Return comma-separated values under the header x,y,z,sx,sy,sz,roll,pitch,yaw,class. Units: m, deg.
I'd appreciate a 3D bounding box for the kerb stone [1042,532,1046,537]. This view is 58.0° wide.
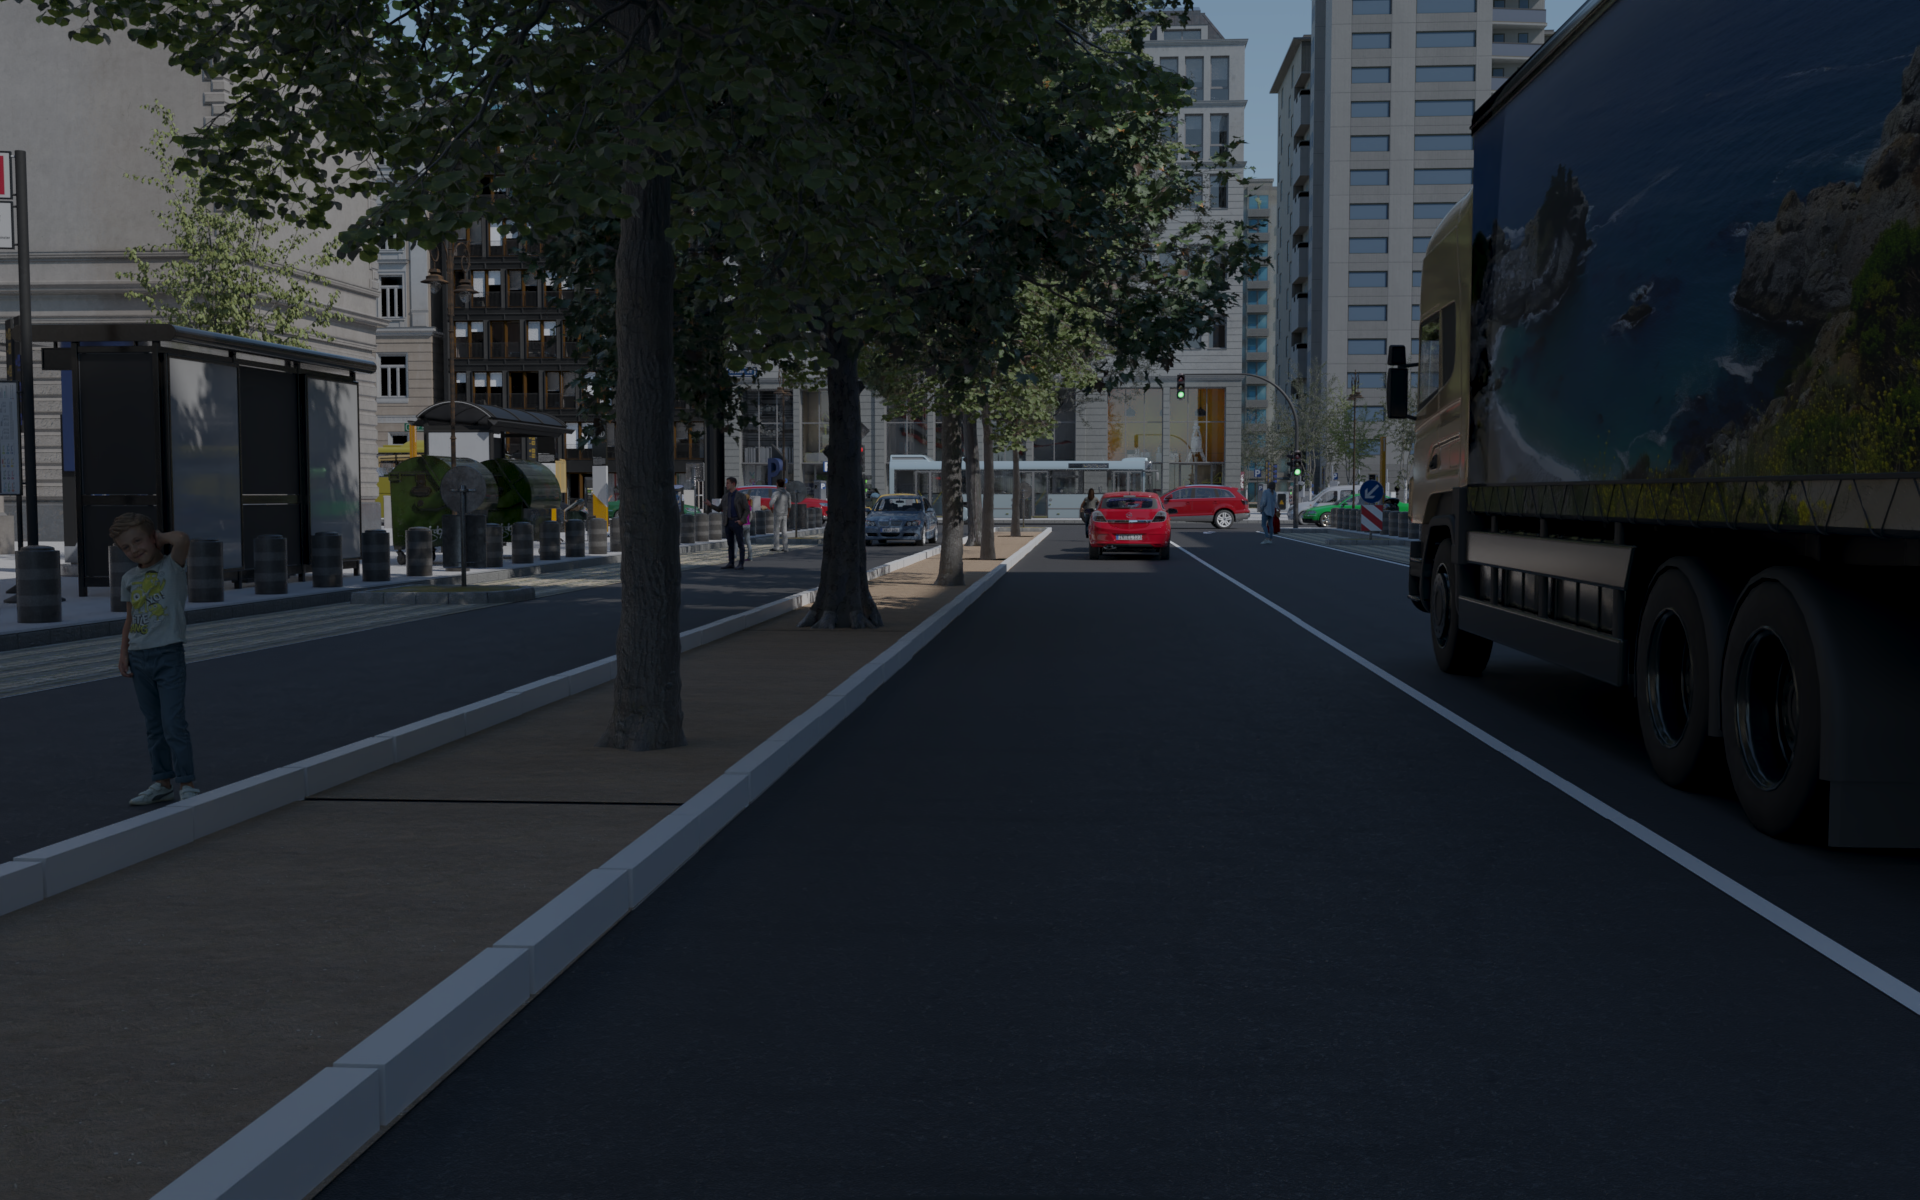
x,y,z,sx,sy,sz,roll,pitch,yaw,class
2.546,-1.983,54.612,0.120,0.150,1.000,0,4,4,kerb stone

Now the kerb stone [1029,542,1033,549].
x,y,z,sx,sy,sz,roll,pitch,yaw,class
1.696,-1.294,43.345,0.120,0.150,1.000,0,4,4,kerb stone

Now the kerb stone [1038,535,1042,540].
x,y,z,sx,sy,sz,roll,pitch,yaw,class
2.231,-1.732,50.520,0.120,0.150,1.000,0,4,4,kerb stone

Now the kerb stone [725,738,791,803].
x,y,z,sx,sy,sz,roll,pitch,yaw,class
-0.990,0.838,8.500,0.120,0.150,1.000,0,4,4,kerb stone

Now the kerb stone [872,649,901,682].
x,y,z,sx,sy,sz,roll,pitch,yaw,class
-0.596,0.525,13.619,0.120,0.150,1.000,0,4,4,kerb stone

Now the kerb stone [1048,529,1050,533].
x,y,z,sx,sy,sz,roll,pitch,yaw,class
2.945,-2.293,59.727,0.120,0.150,1.000,0,4,4,kerb stone

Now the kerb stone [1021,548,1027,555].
x,y,z,sx,sy,sz,roll,pitch,yaw,class
1.376,-1.038,39.252,0.120,0.150,1.000,0,4,4,kerb stone

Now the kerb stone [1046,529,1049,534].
x,y,z,sx,sy,sz,roll,pitch,yaw,class
2.870,-2.233,58.705,0.120,0.150,1.000,0,4,4,kerb stone

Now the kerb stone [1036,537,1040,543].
x,y,z,sx,sy,sz,roll,pitch,yaw,class
2.083,-1.604,48.468,0.120,0.150,1.000,0,4,4,kerb stone

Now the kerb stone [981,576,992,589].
x,y,z,sx,sy,sz,roll,pitch,yaw,class
0.348,-0.228,25.920,0.120,0.150,1.000,0,4,4,kerb stone

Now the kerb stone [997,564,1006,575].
x,y,z,sx,sy,sz,roll,pitch,yaw,class
0.662,-0.479,30.035,0.120,0.150,1.000,0,4,4,kerb stone

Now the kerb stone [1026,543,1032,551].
x,y,z,sx,sy,sz,roll,pitch,yaw,class
1.609,-1.231,42.316,0.120,0.150,1.000,0,4,4,kerb stone

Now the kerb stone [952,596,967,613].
x,y,z,sx,sy,sz,roll,pitch,yaw,class
-0.041,0.089,20.801,0.120,0.150,1.000,0,4,4,kerb stone

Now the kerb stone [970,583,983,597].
x,y,z,sx,sy,sz,roll,pitch,yaw,class
0.191,-0.102,23.866,0.120,0.150,1.000,0,4,4,kerb stone

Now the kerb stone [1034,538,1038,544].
x,y,z,sx,sy,sz,roll,pitch,yaw,class
1.992,-1.544,47.447,0.120,0.150,1.000,0,4,4,kerb stone

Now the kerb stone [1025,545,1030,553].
x,y,z,sx,sy,sz,roll,pitch,yaw,class
1.524,-1.168,41.295,0.120,0.150,1.000,0,4,4,kerb stone

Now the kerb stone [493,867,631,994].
x,y,z,sx,sy,sz,roll,pitch,yaw,class
-1.232,1.026,5.425,0.120,0.150,1.000,0,4,4,kerb stone

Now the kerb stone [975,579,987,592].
x,y,z,sx,sy,sz,roll,pitch,yaw,class
0.258,-0.165,24.900,0.120,0.150,1.000,0,4,4,kerb stone

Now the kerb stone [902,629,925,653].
x,y,z,sx,sy,sz,roll,pitch,yaw,class
-0.448,0.400,15.663,0.120,0.150,1.000,0,4,4,kerb stone

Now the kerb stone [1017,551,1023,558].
x,y,z,sx,sy,sz,roll,pitch,yaw,class
1.212,-0.917,37.205,0.120,0.150,1.000,0,4,4,kerb stone

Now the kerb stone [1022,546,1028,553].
x,y,z,sx,sy,sz,roll,pitch,yaw,class
1.447,-1.106,40.273,0.120,0.150,1.000,0,4,4,kerb stone

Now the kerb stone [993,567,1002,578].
x,y,z,sx,sy,sz,roll,pitch,yaw,class
0.580,-0.414,29.010,0.120,0.150,1.000,0,4,4,kerb stone

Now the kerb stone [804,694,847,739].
x,y,z,sx,sy,sz,roll,pitch,yaw,class
-0.833,0.719,10.543,0.120,0.150,1.000,0,4,4,kerb stone

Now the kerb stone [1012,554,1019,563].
x,y,z,sx,sy,sz,roll,pitch,yaw,class
1.057,-0.792,35.155,0.120,0.150,1.000,0,4,4,kerb stone

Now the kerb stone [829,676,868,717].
x,y,z,sx,sy,sz,roll,pitch,yaw,class
-0.753,0.650,11.564,0.120,0.150,1.000,0,4,4,kerb stone

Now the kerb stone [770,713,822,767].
x,y,z,sx,sy,sz,roll,pitch,yaw,class
-0.912,0.775,9.521,0.120,0.150,1.000,0,4,4,kerb stone

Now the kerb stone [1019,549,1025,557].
x,y,z,sx,sy,sz,roll,pitch,yaw,class
1.296,-0.981,38.230,0.120,0.150,1.000,0,4,4,kerb stone

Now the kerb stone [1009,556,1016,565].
x,y,z,sx,sy,sz,roll,pitch,yaw,class
0.977,-0.730,34.134,0.120,0.150,1.000,0,4,4,kerb stone

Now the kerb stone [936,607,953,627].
x,y,z,sx,sy,sz,roll,pitch,yaw,class
-0.204,0.211,18.748,0.120,0.150,1.000,0,4,4,kerb stone

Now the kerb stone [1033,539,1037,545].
x,y,z,sx,sy,sz,roll,pitch,yaw,class
1.919,-1.482,46.421,0.120,0.150,1.000,0,4,4,kerb stone

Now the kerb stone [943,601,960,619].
x,y,z,sx,sy,sz,roll,pitch,yaw,class
-0.128,0.148,19.780,0.120,0.150,1.000,0,4,4,kerb stone

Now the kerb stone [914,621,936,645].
x,y,z,sx,sy,sz,roll,pitch,yaw,class
-0.363,0.336,16.694,0.120,0.150,1.000,0,4,4,kerb stone

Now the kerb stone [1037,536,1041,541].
x,y,z,sx,sy,sz,roll,pitch,yaw,class
2.163,-1.668,49.493,0.120,0.150,1.000,0,4,4,kerb stone

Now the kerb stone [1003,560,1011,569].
x,y,z,sx,sy,sz,roll,pitch,yaw,class
0.819,-0.605,32.081,0.120,0.150,1.000,0,4,4,kerb stone

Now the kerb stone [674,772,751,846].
x,y,z,sx,sy,sz,roll,pitch,yaw,class
-1.070,0.908,7.478,0.120,0.150,1.000,0,4,4,kerb stone

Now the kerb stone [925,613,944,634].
x,y,z,sx,sy,sz,roll,pitch,yaw,class
-0.288,0.274,17.724,0.120,0.150,1.000,0,4,4,kerb stone

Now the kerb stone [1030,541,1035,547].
x,y,z,sx,sy,sz,roll,pitch,yaw,class
1.772,-1.354,44.367,0.120,0.150,1.000,0,4,4,kerb stone

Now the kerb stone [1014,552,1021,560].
x,y,z,sx,sy,sz,roll,pitch,yaw,class
1.137,-0.855,36.177,0.120,0.150,1.000,0,4,4,kerb stone

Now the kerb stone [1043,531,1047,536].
x,y,z,sx,sy,sz,roll,pitch,yaw,class
2.631,-2.045,55.633,0.120,0.150,1.000,0,4,4,kerb stone

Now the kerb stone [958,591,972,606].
x,y,z,sx,sy,sz,roll,pitch,yaw,class
0.025,0.024,21.823,0.120,0.150,1.000,0,4,4,kerb stone

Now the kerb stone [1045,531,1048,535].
x,y,z,sx,sy,sz,roll,pitch,yaw,class
2.708,-2.101,56.655,0.120,0.150,1.000,0,4,4,kerb stone

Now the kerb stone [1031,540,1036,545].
x,y,z,sx,sy,sz,roll,pitch,yaw,class
1.849,-1.419,45.399,0.120,0.150,1.000,0,4,4,kerb stone

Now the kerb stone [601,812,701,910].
x,y,z,sx,sy,sz,roll,pitch,yaw,class
-1.146,0.967,6.456,0.120,0.150,1.000,0,4,4,kerb stone

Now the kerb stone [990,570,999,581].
x,y,z,sx,sy,sz,roll,pitch,yaw,class
0.506,-0.353,27.981,0.120,0.150,1.000,0,4,4,kerb stone

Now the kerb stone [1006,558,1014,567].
x,y,z,sx,sy,sz,roll,pitch,yaw,class
0.892,-0.667,33.110,0.120,0.150,1.000,0,4,4,kerb stone

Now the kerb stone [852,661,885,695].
x,y,z,sx,sy,sz,roll,pitch,yaw,class
-0.680,0.587,12.590,0.120,0.150,1.000,0,4,4,kerb stone

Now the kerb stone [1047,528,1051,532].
x,y,z,sx,sy,sz,roll,pitch,yaw,class
3.027,-2.357,60.751,0.120,0.150,1.000,0,4,4,kerb stone

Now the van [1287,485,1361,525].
x,y,z,sx,sy,sz,roll,pitch,yaw,class
17.331,-4.510,80.743,4.112,2.044,2.013,0,4,6,van

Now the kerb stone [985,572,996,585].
x,y,z,sx,sy,sz,roll,pitch,yaw,class
0.431,-0.291,26.948,0.120,0.150,1.000,0,4,4,kerb stone

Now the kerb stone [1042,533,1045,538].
x,y,z,sx,sy,sz,roll,pitch,yaw,class
2.470,-1.920,53.590,0.120,0.150,1.000,0,4,4,kerb stone

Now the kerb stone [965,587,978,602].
x,y,z,sx,sy,sz,roll,pitch,yaw,class
0.113,-0.040,22.844,0.120,0.150,1.000,0,4,4,kerb stone

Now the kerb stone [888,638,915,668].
x,y,z,sx,sy,sz,roll,pitch,yaw,class
-0.516,0.463,14.640,0.120,0.150,1.000,0,4,4,kerb stone

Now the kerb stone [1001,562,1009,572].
x,y,z,sx,sy,sz,roll,pitch,yaw,class
0.740,-0.541,31.060,0.120,0.150,1.000,0,4,4,kerb stone

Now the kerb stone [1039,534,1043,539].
x,y,z,sx,sy,sz,roll,pitch,yaw,class
2.321,-1.795,51.541,0.120,0.150,1.000,0,4,4,kerb stone

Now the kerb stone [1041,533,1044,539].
x,y,z,sx,sy,sz,roll,pitch,yaw,class
2.393,-1.857,52.565,0.120,0.150,1.000,0,4,4,kerb stone
